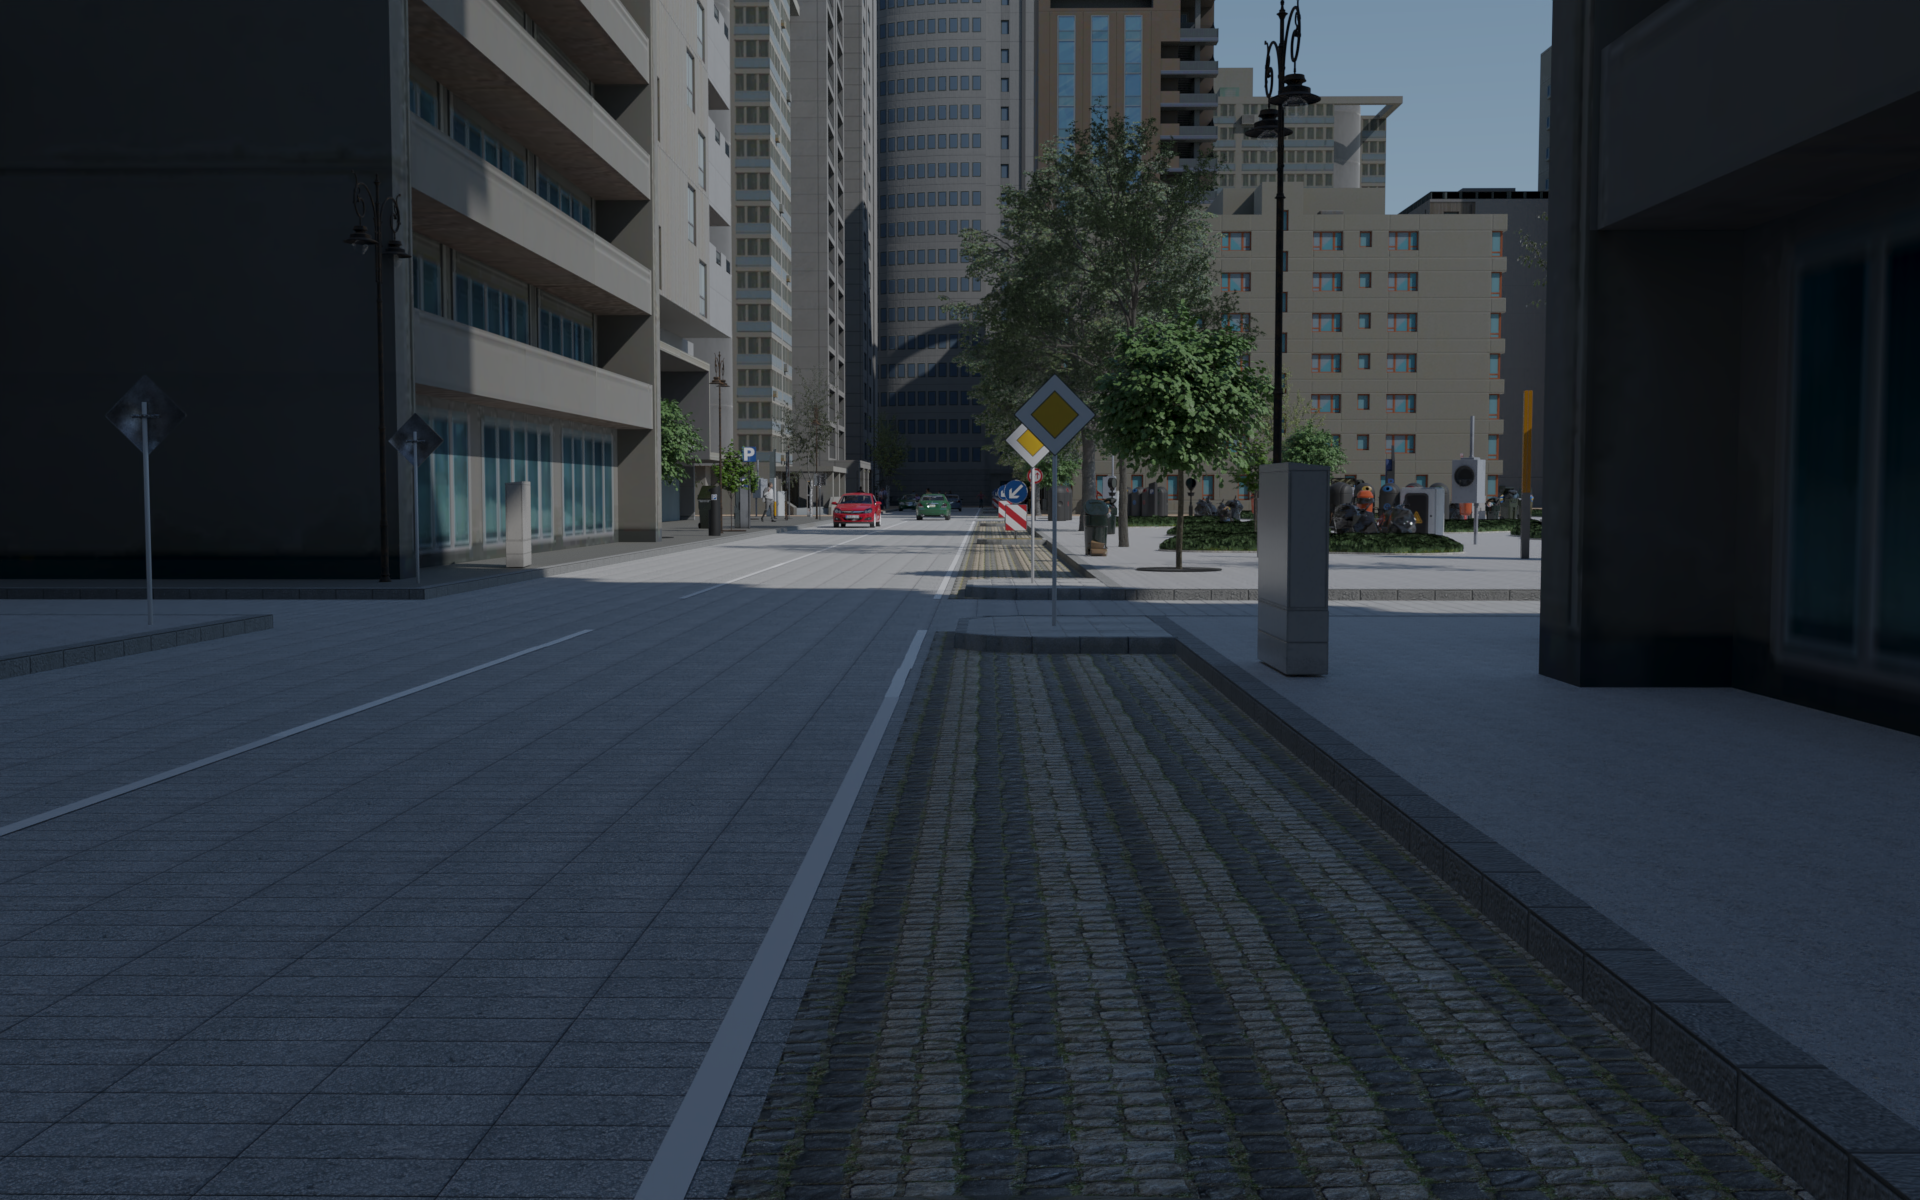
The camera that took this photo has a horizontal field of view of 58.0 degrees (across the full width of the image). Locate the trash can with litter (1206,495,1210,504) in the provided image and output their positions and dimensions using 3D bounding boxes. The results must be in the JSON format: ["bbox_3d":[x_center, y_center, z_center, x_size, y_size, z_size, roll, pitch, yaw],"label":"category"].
[{"bbox_3d":[14.006,-5.336,98.293,1.678,1.210,2.233,0,4,1],"label":"trash can with litter"}]

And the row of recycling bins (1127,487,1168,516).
[{"bbox_3d":[10.162,-5.420,95.734,1.069,1.692,3.534,-3,4,-37],"label":"row of recycling bins"}]

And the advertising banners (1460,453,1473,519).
[{"bbox_3d":[21.800,-4.798,74.641,0.090,3.025,2.074,2,4,31],"label":"advertising banners"}]

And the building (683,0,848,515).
[{"bbox_3d":[-23.865,-25.696,112.005,32.217,40.220,23.993,0,4,1],"label":"building"}]

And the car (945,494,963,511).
[{"bbox_3d":[-0.737,-8.061,143.791,2.014,1.417,4.499,0,4,0],"label":"car"}]

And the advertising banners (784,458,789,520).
[{"bbox_3d":[-8.435,-5.387,84.272,0.090,3.025,2.074,-1,4,-10],"label":"advertising banners"}]

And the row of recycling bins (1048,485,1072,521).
[{"bbox_3d":[4.790,-4.670,83.469,1.069,1.692,3.534,1,4,10],"label":"row of recycling bins"}]

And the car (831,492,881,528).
[{"bbox_3d":[-4.431,-4.020,74.774,2.155,1.783,4.494,0,4,2],"label":"car"}]

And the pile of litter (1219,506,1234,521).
[{"bbox_3d":[9.167,-2.904,61.451,1.176,0.858,1.719,3,4,36],"label":"pile of litter"}]

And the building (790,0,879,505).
[{"bbox_3d":[-18.664,-44.373,163.747,20.611,71.187,20.563,0,4,1],"label":"building"}]

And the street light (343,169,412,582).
[{"bbox_3d":[-8.395,-3.200,25.113,0.468,5.910,1.993,0,4,1],"label":"street light"}]

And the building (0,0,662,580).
[{"bbox_3d":[-18.891,-25.165,35.157,21.300,48.544,21.600,0,4,1],"label":"building"}]

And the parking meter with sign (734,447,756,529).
[{"bbox_3d":[-8.089,-4.185,64.680,0.543,3.016,1.738,-1,4,-21],"label":"parking meter with sign"}]

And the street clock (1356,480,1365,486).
[{"bbox_3d":[19.907,-5.033,86.862,0.358,2.002,0.471,2,4,34],"label":"street clock"}]

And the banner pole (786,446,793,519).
[{"bbox_3d":[-8.956,-6.120,90.082,0.401,3.779,0.863,-1,4,-21],"label":"banner pole"}]

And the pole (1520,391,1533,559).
[{"bbox_3d":[11.194,-2.470,34.229,0.158,3.312,0.155,0,3,0],"label":"pole"}]

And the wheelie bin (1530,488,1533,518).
[{"bbox_3d":[29.224,-4.999,89.639,0.980,1.594,0.693,3,4,36],"label":"wheelie bin"}]

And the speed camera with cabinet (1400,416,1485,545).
[{"bbox_3d":[12.310,-3.050,44.211,2.038,3.252,0.660,3,4,37],"label":"speed camera with cabinet"}]

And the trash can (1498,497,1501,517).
[{"bbox_3d":[29.657,-5.113,95.252,0.748,1.137,0.748,0,3,0],"label":"trash can"}]

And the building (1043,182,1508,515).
[{"bbox_3d":[20.135,-16.928,121.813,27.650,21.520,28.899,0,4,1],"label":"building"}]

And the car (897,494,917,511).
[{"bbox_3d":[-4.161,-8.128,144.691,2.131,1.459,4.920,0,4,0],"label":"car"}]

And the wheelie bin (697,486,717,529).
[{"bbox_3d":[-9.309,-3.440,64.160,0.980,1.594,0.693,2,4,26],"label":"wheelie bin"}]

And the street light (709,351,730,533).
[{"bbox_3d":[-7.792,-5.106,56.276,0.468,5.910,1.993,0,4,1],"label":"street light"}]

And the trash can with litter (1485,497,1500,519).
[{"bbox_3d":[20.649,-3.445,67.706,0.624,1.170,1.055,-1,4,-13],"label":"trash can with litter"}]

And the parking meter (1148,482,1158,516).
[{"bbox_3d":[9.106,-4.655,81.826,0.399,1.863,0.255,2,4,35],"label":"parking meter"}]

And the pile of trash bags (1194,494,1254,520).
[{"bbox_3d":[11.424,-3.888,73.316,3.447,1.369,1.912,3,5,44],"label":"pile of trash bags"}]

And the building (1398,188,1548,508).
[{"bbox_3d":[50.327,-24.196,167.297,14.107,30.474,14.160,0,4,1],"label":"building"}]

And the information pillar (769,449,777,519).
[{"bbox_3d":[-9.646,-5.992,89.324,0.183,3.616,0.504,-3,5,-39],"label":"information pillar"}]

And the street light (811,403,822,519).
[{"bbox_3d":[-7.290,-7.048,88.026,0.468,5.910,1.993,0,4,1],"label":"street light"}]

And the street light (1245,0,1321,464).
[{"bbox_3d":[3.012,-2.665,16.360,0.468,5.910,1.993,0,4,1],"label":"street light"}]

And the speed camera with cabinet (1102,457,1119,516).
[{"bbox_3d":[7.847,-5.816,89.426,0.660,3.252,2.038,1,4,17],"label":"speed camera with cabinet"}]

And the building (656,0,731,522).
[{"bbox_3d":[-24.357,-29.421,70.274,28.713,52.752,27.495,0,4,1],"label":"building"}]

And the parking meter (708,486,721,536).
[{"bbox_3d":[-7.531,-2.733,53.097,0.372,1.533,0.369,0,3,0],"label":"parking meter"}]

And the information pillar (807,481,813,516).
[{"bbox_3d":[-8.608,-5.800,99.315,0.304,2.012,0.304,0,4,5],"label":"information pillar"}]

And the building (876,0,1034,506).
[{"bbox_3d":[0.889,-39.858,193.682,28.212,58.520,21.231,0,4,1],"label":"building"}]

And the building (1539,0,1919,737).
[{"bbox_3d":[14.611,-23.029,0.221,21.300,48.544,21.600,0,4,1],"label":"building"}]

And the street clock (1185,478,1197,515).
[{"bbox_3d":[10.206,-4.401,76.526,0.471,2.002,0.358,1,4,15],"label":"street clock"}]

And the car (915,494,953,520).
[{"bbox_3d":[-1.453,-5.129,95.664,2.131,1.459,4.920,0,4,1],"label":"car"}]

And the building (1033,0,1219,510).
[{"bbox_3d":[13.131,-30.128,142.706,14.600,45.320,14.200,0,4,1],"label":"building"}]

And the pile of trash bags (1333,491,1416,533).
[{"bbox_3d":[10.187,-2.022,42.804,1.912,1.369,3.447,0,4,4],"label":"pile of trash bags"}]

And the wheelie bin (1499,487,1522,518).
[{"bbox_3d":[25.725,-4.476,81.089,0.980,1.594,0.693,-2,4,-32],"label":"wheelie bin"}]

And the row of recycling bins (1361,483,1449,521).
[{"bbox_3d":[16.132,-3.443,63.410,3.534,1.692,1.069,2,4,28],"label":"row of recycling bins"}]

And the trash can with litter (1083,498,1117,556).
[{"bbox_3d":[2.905,-1.505,35.993,0.624,1.170,1.055,0,4,-4],"label":"trash can with litter"}]

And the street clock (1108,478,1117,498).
[{"bbox_3d":[6.676,-4.368,75.985,0.358,2.002,0.471,2,4,33],"label":"street clock"}]

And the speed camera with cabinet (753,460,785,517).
[{"bbox_3d":[-11.008,-6.442,99.665,2.038,3.252,0.660,3,4,38],"label":"speed camera with cabinet"}]

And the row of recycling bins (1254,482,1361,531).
[{"bbox_3d":[11.964,-3.247,60.202,3.534,1.692,1.069,-1,4,-11],"label":"row of recycling bins"}]

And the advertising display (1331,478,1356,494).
[{"bbox_3d":[15.114,-3.859,68.305,0.974,1.923,0.123,0,4,6],"label":"advertising display"}]

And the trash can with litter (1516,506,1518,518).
[{"bbox_3d":[28.779,-4.848,90.652,1.055,1.170,0.624,0,4,8],"label":"trash can with litter"}]

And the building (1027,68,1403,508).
[{"bbox_3d":[22.545,-28.775,162.356,32.217,40.220,23.993,0,4,1],"label":"building"}]

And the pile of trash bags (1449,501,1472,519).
[{"bbox_3d":[19.173,-3.580,68.288,1.912,1.369,3.447,-1,4,-16],"label":"pile of trash bags"}]
